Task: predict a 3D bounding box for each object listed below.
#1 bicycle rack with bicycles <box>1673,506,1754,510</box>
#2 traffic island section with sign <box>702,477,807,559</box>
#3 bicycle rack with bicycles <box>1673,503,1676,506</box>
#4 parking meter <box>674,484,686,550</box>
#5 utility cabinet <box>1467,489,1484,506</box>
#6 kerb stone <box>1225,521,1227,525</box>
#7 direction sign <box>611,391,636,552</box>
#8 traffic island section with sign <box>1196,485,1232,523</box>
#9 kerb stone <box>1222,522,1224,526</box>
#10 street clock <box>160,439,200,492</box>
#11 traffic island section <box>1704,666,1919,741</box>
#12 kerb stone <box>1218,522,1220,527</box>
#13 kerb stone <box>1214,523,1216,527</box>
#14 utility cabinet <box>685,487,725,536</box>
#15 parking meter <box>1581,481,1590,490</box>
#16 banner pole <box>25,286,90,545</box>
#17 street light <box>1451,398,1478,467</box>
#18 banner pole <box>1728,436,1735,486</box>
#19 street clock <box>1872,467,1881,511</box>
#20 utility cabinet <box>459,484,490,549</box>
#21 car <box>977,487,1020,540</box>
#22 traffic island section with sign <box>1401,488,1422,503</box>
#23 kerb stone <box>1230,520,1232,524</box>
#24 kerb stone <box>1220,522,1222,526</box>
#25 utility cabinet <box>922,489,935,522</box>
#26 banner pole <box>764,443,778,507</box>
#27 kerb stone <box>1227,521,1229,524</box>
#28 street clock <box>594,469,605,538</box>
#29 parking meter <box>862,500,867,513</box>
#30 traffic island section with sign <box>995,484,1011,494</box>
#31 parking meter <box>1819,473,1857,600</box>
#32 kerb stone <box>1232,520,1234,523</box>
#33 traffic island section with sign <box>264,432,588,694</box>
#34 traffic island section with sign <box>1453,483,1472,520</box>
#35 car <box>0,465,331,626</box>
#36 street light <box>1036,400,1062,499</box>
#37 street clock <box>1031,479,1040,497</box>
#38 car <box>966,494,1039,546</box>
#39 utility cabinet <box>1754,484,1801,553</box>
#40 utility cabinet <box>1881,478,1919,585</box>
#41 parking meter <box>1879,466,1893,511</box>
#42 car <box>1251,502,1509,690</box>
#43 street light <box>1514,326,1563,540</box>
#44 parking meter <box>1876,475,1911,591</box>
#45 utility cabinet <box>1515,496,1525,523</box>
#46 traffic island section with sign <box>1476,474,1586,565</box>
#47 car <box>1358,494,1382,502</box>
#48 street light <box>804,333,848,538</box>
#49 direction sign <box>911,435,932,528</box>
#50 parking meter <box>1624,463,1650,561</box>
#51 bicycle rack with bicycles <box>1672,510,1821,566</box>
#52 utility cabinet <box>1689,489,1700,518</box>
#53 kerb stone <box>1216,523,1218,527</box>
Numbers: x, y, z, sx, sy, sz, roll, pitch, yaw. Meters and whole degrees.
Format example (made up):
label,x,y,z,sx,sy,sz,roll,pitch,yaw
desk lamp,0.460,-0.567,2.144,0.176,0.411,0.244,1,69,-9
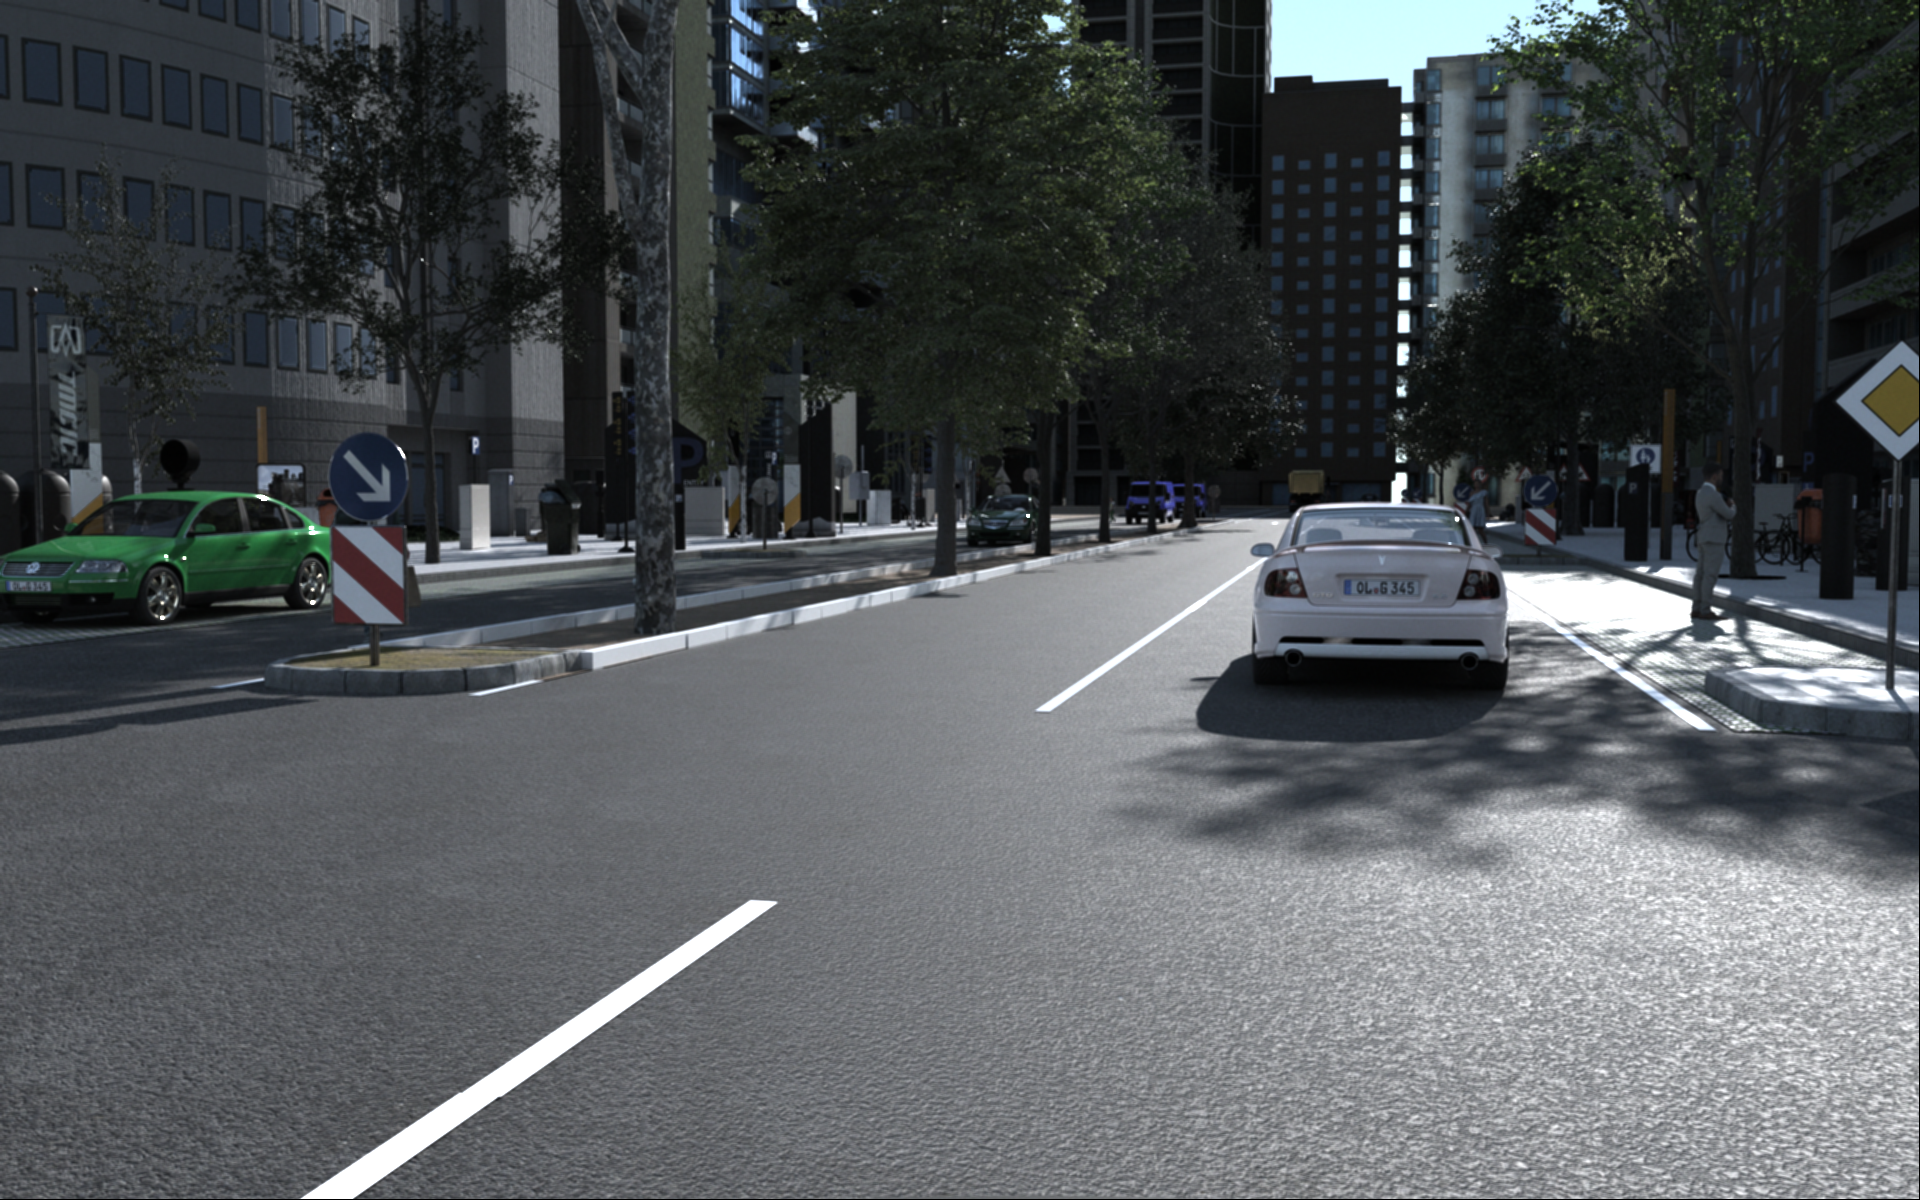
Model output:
label,x,y,z,sx,sy,sz,roll,pitch,yaw
bicycle rack with bicycles,18.456,-1.691,41.031,2.852,0.926,2.925,2,4,29
traffic island section with sign,-4.556,-1.865,39.117,1.989,1.847,2.006,1,4,13
bicycle rack with bicycles,28.484,-3.514,70.829,2.925,0.926,2.852,3,5,44
parking meter,-6.478,-1.912,39.666,0.372,1.533,0.369,0,3,0
utility cabinet,24.350,-4.470,81.761,0.318,1.500,1.173,3,5,44
kerb stone,12.053,-3.504,79.483,0.120,0.150,1.000,1,4,13
direction sign,-7.384,-2.828,38.242,0.876,3.537,0.379,3,5,42
traffic island section with sign,12.648,-4.803,86.667,2.006,1.907,1.989,1,4,13
kerb stone,11.595,-3.382,77.490,0.120,0.150,1.000,1,4,13
street clock,-10.385,-1.134,23.108,0.471,2.002,0.358,1,4,18
traffic island section,6.140,0.665,11.405,2.009,0.180,2.903,1,4,13
kerb stone,11.134,-3.256,75.485,0.120,0.150,1.000,1,4,13
kerb stone,10.663,-3.137,73.491,0.120,0.150,1.000,1,4,13
utility cabinet,-7.757,-2.691,52.679,1.173,1.500,0.318,0,4,4
parking meter,26.609,-4.164,73.786,0.399,1.863,0.255,-1,4,-11
banner pole,-11.043,-1.905,21.158,0.401,3.779,0.863,3,4,38
street light,24.218,-6.759,83.055,1.470,5.913,1.316,1,4,13
banner pole,29.433,-4.610,65.383,0.863,3.779,0.401,1,4,12
street clock,24.355,-2.536,46.033,0.358,2.002,0.471,-1,4,-17
utility cabinet,-11.285,-1.931,40.246,0.318,1.500,1.173,0,4,5
car,1.611,-2.743,54.640,2.009,1.686,4.222,1,4,12
traffic island section with sign,29.112,-6.252,110.847,1.989,1.847,2.006,1,4,13
kerb stone,12.747,-3.686,82.497,0.120,0.150,1.000,1,4,13
kerb stone,11.365,-3.321,76.488,0.120,0.150,1.000,1,4,13
utility cabinet,-1.460,-4.256,78.271,0.318,1.500,1.173,1,4,16
banner pole,-9.123,-5.756,84.133,0.863,3.779,0.401,-2,4,-27
kerb stone,12.283,-3.565,80.479,0.120,0.150,1.000,1,4,13
street clock,-10.524,-2.821,50.694,0.358,2.002,0.471,-1,4,-9
parking meter,-4.860,-5.139,89.735,0.255,1.863,0.399,2,4,30
traffic island section with sign,1.582,-3.494,65.751,1.989,1.847,2.006,1,4,13
parking meter,10.740,-0.781,21.183,0.372,1.533,0.369,0,3,0
kerb stone,12.970,-3.749,83.498,0.120,0.150,1.000,1,4,13
traffic island section with sign,-4.237,-0.325,13.443,2.006,1.907,1.989,1,4,13
traffic island section with sign,17.813,-3.259,61.918,1.989,1.847,2.006,1,4,13
car,-9.157,-0.701,20.255,1.959,1.807,4.718,1,4,13
street light,4.307,-6.864,84.766,1.470,5.913,1.316,1,4,13
street clock,3.625,-4.789,82.871,0.471,2.002,0.358,0,4,7
car,1.410,-2.277,49.029,2.131,1.459,4.920,1,4,12
utility cabinet,17.874,-1.780,37.789,0.318,1.500,1.173,-1,4,-16
utility cabinet,13.478,-0.946,24.139,0.318,1.500,1.173,-2,4,-31
parking meter,19.638,-1.887,36.562,0.399,1.863,0.255,2,4,26
car,3.408,-0.113,14.211,2.083,1.381,4.827,1,4,12
street light,16.024,-4.616,48.008,1.470,5.913,1.316,1,4,13
parking meter,12.443,-0.898,23.095,0.372,1.533,0.369,0,3,0
utility cabinet,24.807,-3.944,75.640,1.020,1.237,0.306,1,4,13
traffic island section with sign,11.752,-1.653,35.650,1.989,1.847,2.006,1,4,13
car,35.336,-8.531,149.270,2.009,1.686,4.222,1,4,13
street light,-3.819,-4.747,50.147,1.470,5.913,1.316,1,4,13
direction sign,-1.484,-4.554,66.452,0.876,3.537,0.379,-2,4,-27
parking meter,12.941,-1.678,33.141,0.255,1.863,0.399,-2,4,-29
bicycle rack with bicycles,15.275,-1.133,31.902,2.852,0.926,2.925,-1,4,-13
utility cabinet,33.606,-4.261,78.343,1.173,1.500,0.318,2,4,26
kerb stone,10.895,-3.198,74.487,0.120,0.150,1.000,1,4,13
